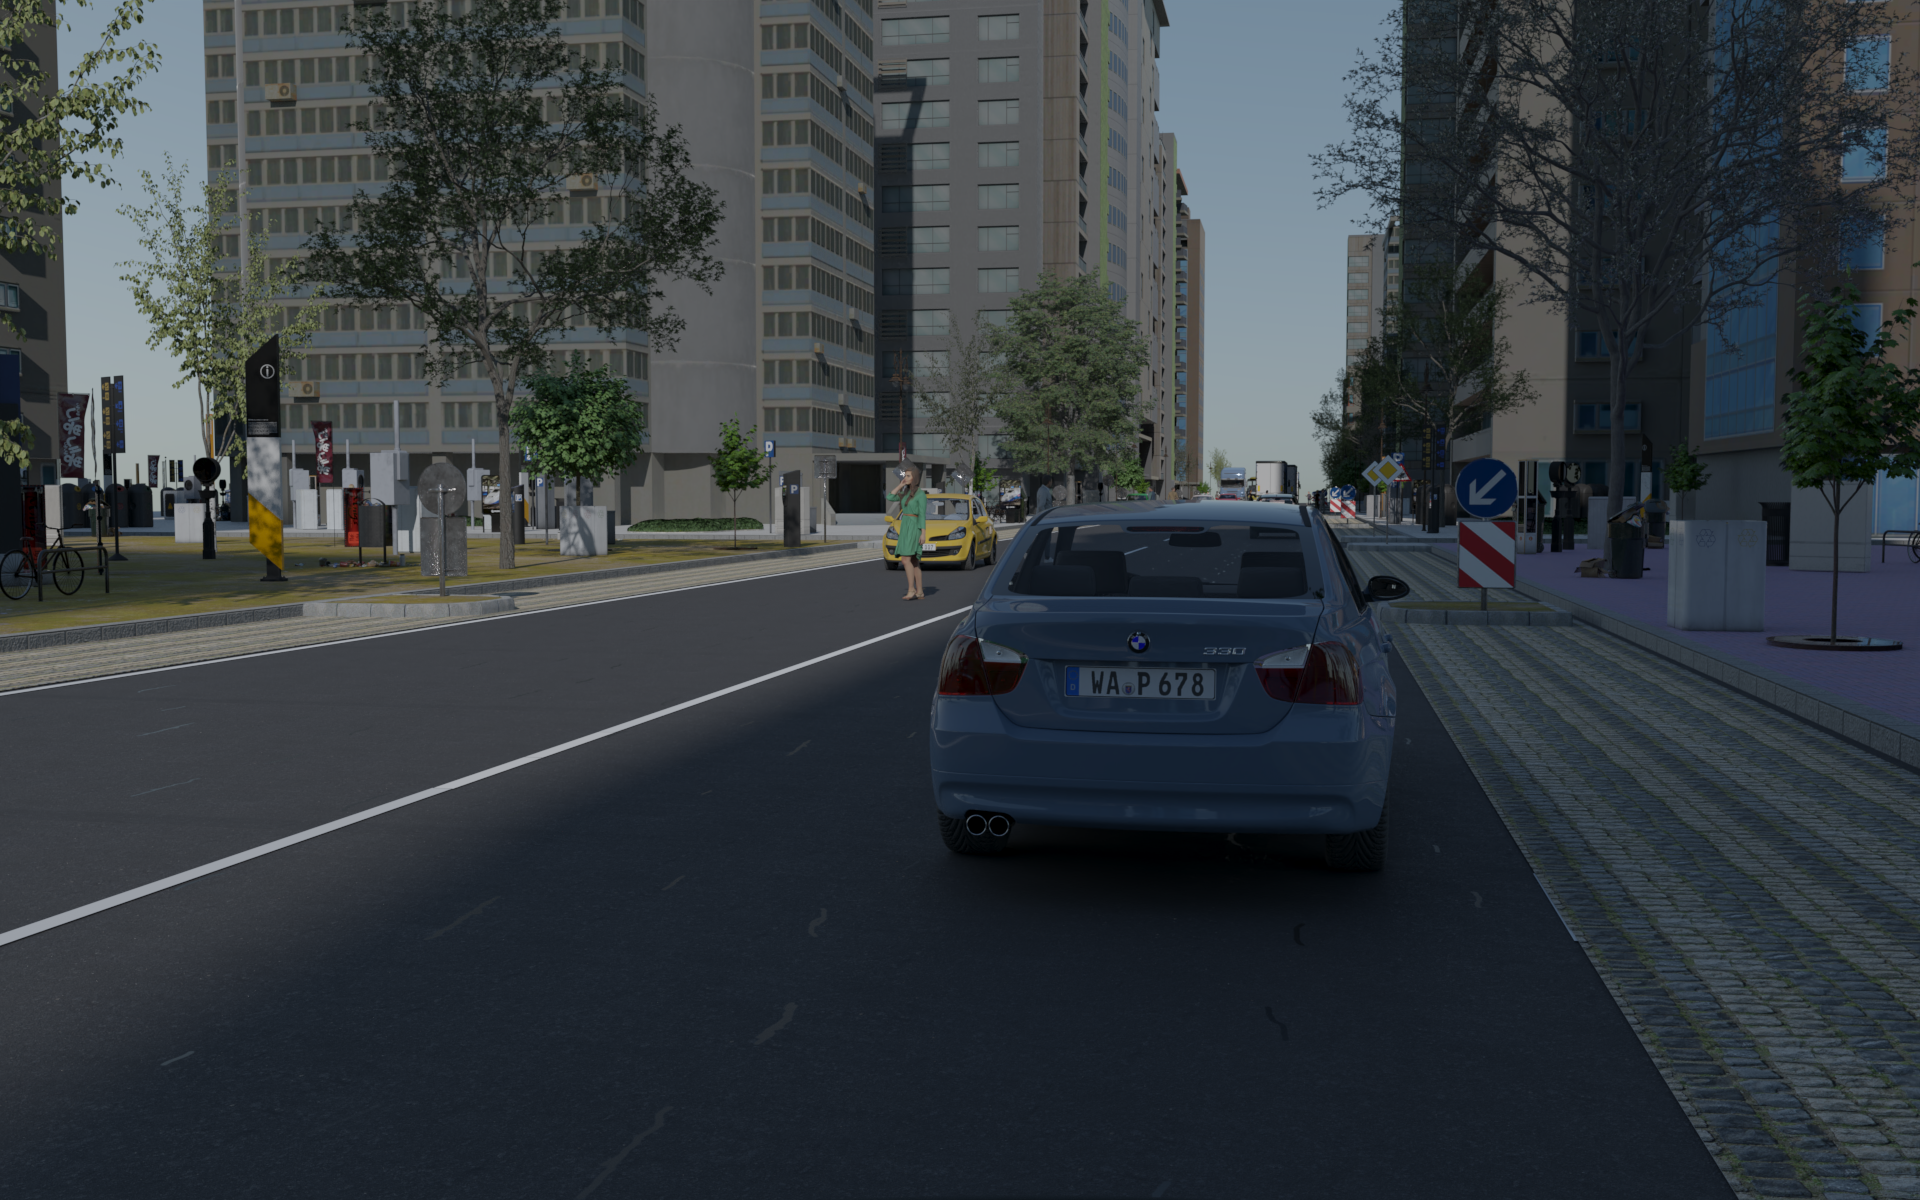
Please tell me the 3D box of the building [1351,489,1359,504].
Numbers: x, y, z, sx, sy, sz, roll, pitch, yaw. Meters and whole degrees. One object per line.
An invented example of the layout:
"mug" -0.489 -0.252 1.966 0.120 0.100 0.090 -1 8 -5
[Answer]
"building" 67.543 -32.537 223.867 32.217 40.220 23.993 1 4 11

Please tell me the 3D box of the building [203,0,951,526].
"building" -17.321 -23.754 80.257 32.217 40.220 23.993 1 4 11

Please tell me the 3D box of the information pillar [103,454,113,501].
"information pillar" -37.505 -5.194 76.273 0.183 3.616 0.504 1 4 15

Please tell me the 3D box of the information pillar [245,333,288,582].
"information pillar" -10.169 -2.080 25.359 0.504 3.616 0.183 0 4 -1

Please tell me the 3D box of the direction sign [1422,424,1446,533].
"direction sign" 15.415 -3.940 56.415 0.379 3.537 0.876 -3 5 -40

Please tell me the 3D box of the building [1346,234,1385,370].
"building" 67.924 -36.042 272.880 14.154 41.232 14.086 1 4 11

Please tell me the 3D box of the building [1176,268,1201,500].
"building" 19.477 -34.551 256.787 32.217 40.220 23.993 1 4 11

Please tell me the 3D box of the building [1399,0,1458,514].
"building" 36.645 -26.463 116.259 14.154 41.232 14.086 1 4 11

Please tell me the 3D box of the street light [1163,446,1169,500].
"street light" 19.412 -11.659 163.419 0.468 5.910 1.993 1 4 11

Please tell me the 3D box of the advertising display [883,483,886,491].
"advertising display" -4.190 -5.921 102.024 0.974 1.923 0.123 0 4 4

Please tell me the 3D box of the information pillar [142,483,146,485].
"information pillar" -54.869 -6.845 116.399 0.304 2.012 0.304 -2 4 -28

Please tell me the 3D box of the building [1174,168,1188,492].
"building" 18.498 -35.142 229.195 22.147 44.769 28.867 1 4 11

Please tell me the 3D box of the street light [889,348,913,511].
"street light" -1.871 -5.031 55.039 0.468 5.910 1.993 1 4 11

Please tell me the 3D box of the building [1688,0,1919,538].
"building" 32.351 -24.723 54.330 14.200 45.320 14.600 1 4 11

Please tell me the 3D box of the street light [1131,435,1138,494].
"street light" 13.210 -9.705 131.460 0.468 5.910 1.993 1 4 11

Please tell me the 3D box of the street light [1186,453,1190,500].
"street light" 25.756 -13.610 195.314 0.468 5.910 1.993 1 4 11

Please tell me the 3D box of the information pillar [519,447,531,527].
"information pillar" -16.824 -4.617 66.835 0.183 3.616 0.504 1 4 20

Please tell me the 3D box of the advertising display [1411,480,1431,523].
"advertising display" 20.538 -4.399 77.134 0.974 1.923 0.123 -2 4 -24

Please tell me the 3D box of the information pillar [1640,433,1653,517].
"information pillar" 26.256 -4.582 66.271 0.183 3.616 0.504 -1 4 -22

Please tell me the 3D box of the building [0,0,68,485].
"building" -55.989 -27.640 75.620 21.600 48.544 21.300 1 4 11

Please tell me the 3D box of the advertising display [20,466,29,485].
"advertising display" -17.468 -1.623 31.757 0.123 1.923 0.974 1 4 13

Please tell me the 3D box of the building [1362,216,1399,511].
"building" 54.249 -28.529 158.324 32.217 40.220 23.993 1 4 11

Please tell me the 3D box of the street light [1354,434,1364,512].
"street light" 28.814 -9.292 124.716 0.468 5.910 1.993 1 4 11

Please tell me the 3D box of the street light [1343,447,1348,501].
"street light" 37.122 -11.873 166.919 0.468 5.910 1.993 1 4 11

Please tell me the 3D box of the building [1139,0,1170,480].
"building" 5.450 -35.666 172.369 28.713 52.752 27.495 1 4 11

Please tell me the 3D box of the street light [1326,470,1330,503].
"street light" 59.689 -18.895 281.720 0.468 5.910 1.993 1 4 11

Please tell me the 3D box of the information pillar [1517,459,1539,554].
"information pillar" 12.093 -1.983 36.908 0.304 2.012 0.304 -1 4 -15

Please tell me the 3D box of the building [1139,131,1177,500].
"building" 16.351 -31.079 191.733 14.154 41.232 14.086 1 4 11

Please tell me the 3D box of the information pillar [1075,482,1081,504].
"information pillar" 6.999 -5.999 102.579 0.304 2.012 0.304 -1 4 -15

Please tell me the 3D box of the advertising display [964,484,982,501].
"advertising display" 0.572 -4.286 75.287 0.974 1.923 0.123 3 5 44

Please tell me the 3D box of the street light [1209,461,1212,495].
"street light" 35.221 -16.567 243.658 0.468 5.910 1.993 1 4 11

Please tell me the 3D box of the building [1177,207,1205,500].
"building" 31.324 -38.180 274.356 14.600 45.320 14.200 1 4 11

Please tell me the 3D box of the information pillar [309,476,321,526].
"information pillar" -25.961 -3.989 69.716 0.304 2.012 0.304 1 4 12

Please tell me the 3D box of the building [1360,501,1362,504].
"building" 59.427 -29.959 181.714 32.217 40.220 23.993 1 4 11

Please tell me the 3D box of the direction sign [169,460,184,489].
"direction sign" -51.697 -7.481 114.316 0.876 3.537 0.379 0 4 -6

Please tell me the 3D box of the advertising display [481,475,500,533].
"advertising display" -15.436 -3.209 57.682 0.974 1.923 0.123 -1 4 -23

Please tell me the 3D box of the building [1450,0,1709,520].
"building" 35.001 -27.922 80.233 21.300 48.544 21.600 1 4 11

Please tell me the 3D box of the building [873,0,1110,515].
"building" 1.898 -26.204 112.033 14.154 41.232 14.086 1 4 11

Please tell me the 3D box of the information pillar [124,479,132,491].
"information pillar" -40.007 -4.822 83.324 0.304 2.012 0.304 -1 4 -10

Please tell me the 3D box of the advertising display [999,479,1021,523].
"advertising display" 2.186 -4.306 75.625 0.974 1.923 0.123 -1 4 -15

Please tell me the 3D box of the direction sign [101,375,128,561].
"direction sign" -16.264 -2.528 33.324 0.876 3.537 0.379 3 5 39

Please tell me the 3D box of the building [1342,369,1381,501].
"building" 69.856 -24.844 251.243 27.650 21.520 28.899 1 4 11

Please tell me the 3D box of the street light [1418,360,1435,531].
"street light" 16.100 -5.329 59.914 0.468 5.910 1.993 1 4 11

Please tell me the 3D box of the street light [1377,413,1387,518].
"street light" 22.542 -7.331 92.650 0.468 5.910 1.993 1 4 11

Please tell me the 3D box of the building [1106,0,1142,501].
"building" 3.226 -36.807 143.786 21.231 58.520 28.212 1 4 11

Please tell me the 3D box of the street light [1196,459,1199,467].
"street light" 28.967 -14.615 211.746 0.468 5.910 1.993 1 4 11

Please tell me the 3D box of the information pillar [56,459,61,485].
"information pillar" -51.123 -6.534 98.184 0.183 3.616 0.504 -1 4 -8
